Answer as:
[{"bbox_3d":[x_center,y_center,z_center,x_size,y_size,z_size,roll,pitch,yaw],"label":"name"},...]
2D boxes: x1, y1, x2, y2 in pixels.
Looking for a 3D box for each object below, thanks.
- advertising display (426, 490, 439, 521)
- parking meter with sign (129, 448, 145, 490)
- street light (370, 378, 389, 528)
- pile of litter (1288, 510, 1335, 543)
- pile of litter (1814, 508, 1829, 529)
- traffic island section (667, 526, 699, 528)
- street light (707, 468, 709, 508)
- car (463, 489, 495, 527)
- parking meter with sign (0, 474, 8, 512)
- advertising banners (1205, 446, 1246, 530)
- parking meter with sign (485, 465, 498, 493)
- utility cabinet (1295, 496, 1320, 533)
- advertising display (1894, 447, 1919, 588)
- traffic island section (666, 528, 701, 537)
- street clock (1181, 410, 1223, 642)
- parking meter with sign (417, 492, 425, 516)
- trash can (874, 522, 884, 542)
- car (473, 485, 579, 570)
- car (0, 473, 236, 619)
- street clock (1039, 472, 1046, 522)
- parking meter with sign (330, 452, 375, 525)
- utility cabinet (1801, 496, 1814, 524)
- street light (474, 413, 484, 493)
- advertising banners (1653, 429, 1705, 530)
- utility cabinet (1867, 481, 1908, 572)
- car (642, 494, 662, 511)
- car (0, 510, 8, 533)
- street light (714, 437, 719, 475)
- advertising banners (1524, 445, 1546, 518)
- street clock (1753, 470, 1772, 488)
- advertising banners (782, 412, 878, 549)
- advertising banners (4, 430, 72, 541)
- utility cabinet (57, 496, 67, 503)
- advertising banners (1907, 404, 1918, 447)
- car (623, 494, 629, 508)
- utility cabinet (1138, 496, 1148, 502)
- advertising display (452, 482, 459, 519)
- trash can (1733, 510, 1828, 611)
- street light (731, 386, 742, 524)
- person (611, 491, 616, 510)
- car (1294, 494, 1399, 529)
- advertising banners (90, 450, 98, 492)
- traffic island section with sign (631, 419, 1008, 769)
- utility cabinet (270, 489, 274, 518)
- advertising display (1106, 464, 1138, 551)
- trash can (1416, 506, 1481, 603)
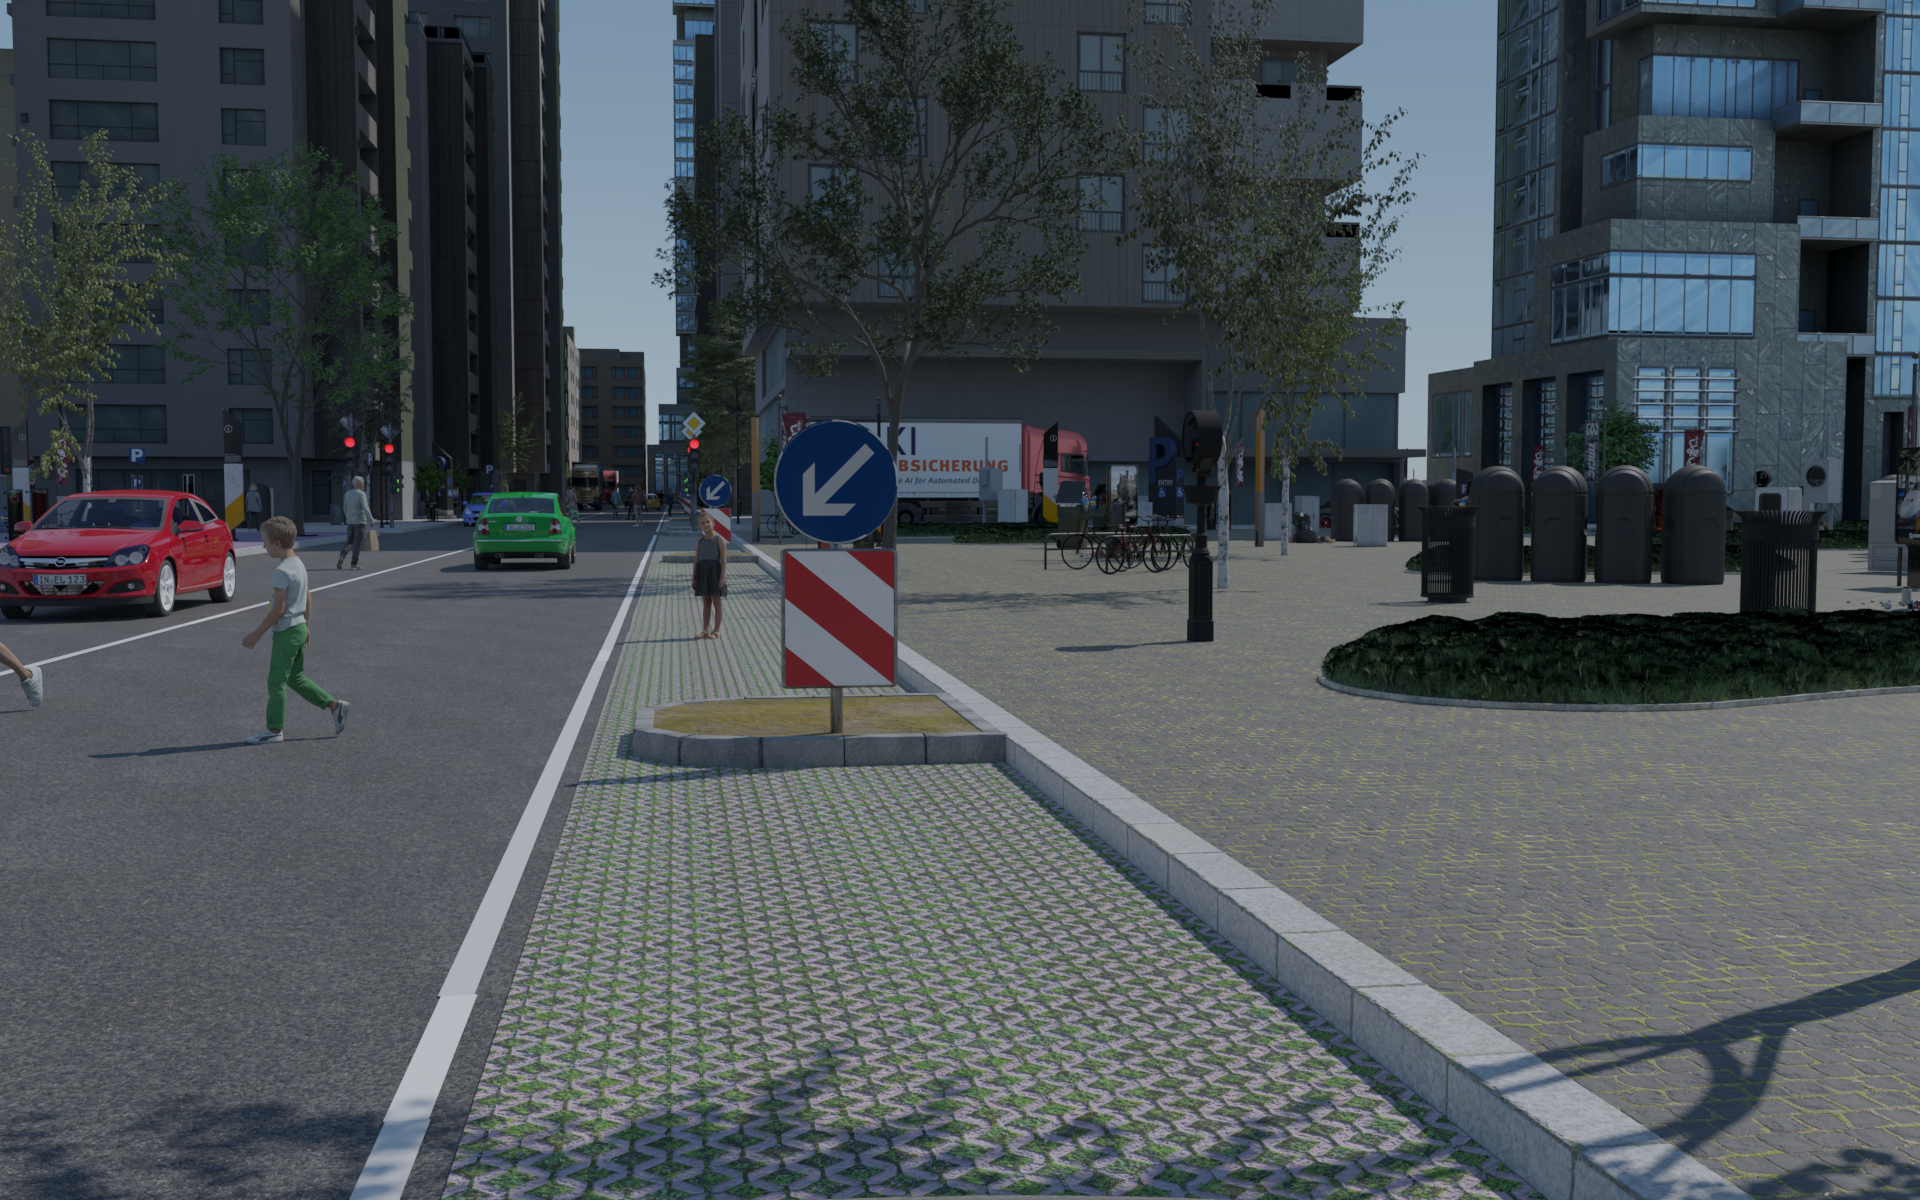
[{"bbox_3d":[-25.013,-4.702,82.095,0.974,1.923,0.123,3,5,45],"label":"advertising display"},{"bbox_3d":[-31.538,-4.293,66.453,0.543,3.016,1.738,-2,4,-25],"label":"parking meter with sign"},{"bbox_3d":[-21.872,-5.661,65.345,0.468,5.910,1.993,-1,4,-9],"label":"street light"},{"bbox_3d":[9.228,-1.945,45.761,1.176,0.858,1.719,-1,4,-9],"label":"pile of litter"},{"bbox_3d":[31.045,-2.972,62.563,1.719,0.858,1.176,-2,4,-31],"label":"pile of litter"},{"bbox_3d":[-10.346,-2.743,67.129,2.009,0.180,2.903,-1,4,-9],"label":"traffic island section"},{"bbox_3d":[-20.560,-10.297,141.141,0.468,5.910,1.993,-1,4,-9],"label":"street light"},{"bbox_3d":[-21.071,-4.125,77.038,1.945,1.707,3.694,-1,4,-8],"label":"car"},{"bbox_3d":[-37.360,-4.339,67.197,0.543,3.016,1.738,2,4,34],"label":"parking meter with sign"},{"bbox_3d":[9.545,-4.036,62.184,2.074,3.025,0.090,-3,4,-37],"label":"advertising banners"},{"bbox_3d":[-27.901,-6.563,103.567,0.543,3.016,1.738,0,4,-1],"label":"parking meter with sign"},{"bbox_3d":[11.590,-2.853,57.809,1.020,1.237,0.306,-3,5,-43],"label":"utility cabinet"},{"bbox_3d":[13.105,-1.126,23.617,0.123,1.923,0.974,0,4,-5],"label":"advertising display"},{"bbox_3d":[-9.041,-2.261,59.251,2.009,0.180,2.903,-1,4,-9],"label":"traffic island section"},{"bbox_3d":[2.098,-0.642,15.064,0.358,2.002,0.471,-1,4,-10],"label":"street clock"},{"bbox_3d":[-31.654,-6.351,100.096,1.738,3.016,0.543,2,4,29],"label":"parking meter with sign"},{"bbox_3d":[-2.142,-2.115,46.241,0.748,1.137,0.748,0,3,0],"label":"trash can"},{"bbox_3d":[-8.550,-1.554,34.207,1.959,1.807,4.718,-1,4,-10],"label":"car"},{"bbox_3d":[-10.331,-0.755,21.379,2.155,1.783,4.494,-1,4,-9],"label":"car"},{"bbox_3d":[2.778,-3.246,57.639,0.358,2.002,0.471,1,4,12],"label":"street clock"},{"bbox_3d":[-25.336,-4.643,72.178,1.738,3.016,0.543,-3,4,-38],"label":"parking meter with sign"},{"bbox_3d":[25.995,-2.610,53.838,0.306,1.237,1.020,-2,4,-31],"label":"utility cabinet"},{"bbox_3d":[-27.609,-7.749,99.490,0.468,5.910,1.993,-1,4,-9],"label":"street light"},{"bbox_3d":[19.103,-3.114,47.105,2.074,3.025,0.090,1,4,20],"label":"advertising banners"},{"bbox_3d":[15.424,-1.189,28.124,0.318,1.500,1.173,-3,4,-38],"label":"utility cabinet"},{"bbox_3d":[-27.001,-8.598,150.798,2.015,1.641,3.980,0,4,-8],"label":"car"},{"bbox_3d":[-34.253,-2.849,58.589,4.499,1.417,2.014,-1,4,-11],"label":"car"},{"bbox_3d":[-15.014,-8.246,107.603,0.468,5.910,1.993,-1,4,-9],"label":"street light"},{"bbox_3d":[19.977,-4.028,62.041,2.074,3.025,0.090,0,4,-7],"label":"advertising banners"},{"bbox_3d":[24.574,-2.967,53.086,0.358,2.002,0.471,-3,5,-42],"label":"street clock"},{"bbox_3d":[-2.786,-2.503,37.107,2.074,3.025,0.090,0,4,5],"label":"advertising banners"},{"bbox_3d":[-25.120,-3.121,47.223,2.074,3.025,0.090,1,4,9],"label":"advertising banners"},{"bbox_3d":[-26.090,-2.441,51.077,1.020,1.237,0.306,1,4,15],"label":"utility cabinet"},{"bbox_3d":[18.779,-2.359,34.755,0.090,3.025,2.074,1,4,9],"label":"advertising banners"},{"bbox_3d":[-33.510,-10.254,177.438,2.009,1.686,4.222,-1,4,-11],"label":"car"},{"bbox_3d":[6.754,-3.094,61.756,1.020,1.237,0.306,2,4,32],"label":"utility cabinet"},{"bbox_3d":[-26.723,-5.227,90.682,0.974,1.923,0.123,-1,4,-14],"label":"advertising display"},{"bbox_3d":[7.111,-0.208,15.048,0.748,1.137,0.748,0,3,0],"label":"trash can"},{"bbox_3d":[-9.472,-6.176,73.769,0.468,5.910,1.993,-1,4,-9],"label":"street light"},{"bbox_3d":[-31.579,-9.085,157.777,0.721,1.736,1.217,0,4,7],"label":"person"},{"bbox_3d":[15.137,-3.529,67.486,4.222,1.686,2.009,-1,4,-8],"label":"car"},{"bbox_3d":[-33.578,-4.350,67.304,0.090,3.025,2.074,-3,5,-39],"label":"advertising banners"},{"bbox_3d":[-0.881,-0.081,9.958,1.989,1.847,2.006,-1,4,-9],"label":"traffic island section with sign"},{"bbox_3d":[-28.075,-3.704,69.236,0.318,1.500,1.173,3,5,42],"label":"utility cabinet"},{"bbox_3d":[3.545,-1.997,37.871,0.123,1.923,0.974,3,5,44],"label":"advertising display"},{"bbox_3d":[5.790,-0.545,20.557,0.748,1.137,0.748,0,3,0],"label":"trash can"}]
